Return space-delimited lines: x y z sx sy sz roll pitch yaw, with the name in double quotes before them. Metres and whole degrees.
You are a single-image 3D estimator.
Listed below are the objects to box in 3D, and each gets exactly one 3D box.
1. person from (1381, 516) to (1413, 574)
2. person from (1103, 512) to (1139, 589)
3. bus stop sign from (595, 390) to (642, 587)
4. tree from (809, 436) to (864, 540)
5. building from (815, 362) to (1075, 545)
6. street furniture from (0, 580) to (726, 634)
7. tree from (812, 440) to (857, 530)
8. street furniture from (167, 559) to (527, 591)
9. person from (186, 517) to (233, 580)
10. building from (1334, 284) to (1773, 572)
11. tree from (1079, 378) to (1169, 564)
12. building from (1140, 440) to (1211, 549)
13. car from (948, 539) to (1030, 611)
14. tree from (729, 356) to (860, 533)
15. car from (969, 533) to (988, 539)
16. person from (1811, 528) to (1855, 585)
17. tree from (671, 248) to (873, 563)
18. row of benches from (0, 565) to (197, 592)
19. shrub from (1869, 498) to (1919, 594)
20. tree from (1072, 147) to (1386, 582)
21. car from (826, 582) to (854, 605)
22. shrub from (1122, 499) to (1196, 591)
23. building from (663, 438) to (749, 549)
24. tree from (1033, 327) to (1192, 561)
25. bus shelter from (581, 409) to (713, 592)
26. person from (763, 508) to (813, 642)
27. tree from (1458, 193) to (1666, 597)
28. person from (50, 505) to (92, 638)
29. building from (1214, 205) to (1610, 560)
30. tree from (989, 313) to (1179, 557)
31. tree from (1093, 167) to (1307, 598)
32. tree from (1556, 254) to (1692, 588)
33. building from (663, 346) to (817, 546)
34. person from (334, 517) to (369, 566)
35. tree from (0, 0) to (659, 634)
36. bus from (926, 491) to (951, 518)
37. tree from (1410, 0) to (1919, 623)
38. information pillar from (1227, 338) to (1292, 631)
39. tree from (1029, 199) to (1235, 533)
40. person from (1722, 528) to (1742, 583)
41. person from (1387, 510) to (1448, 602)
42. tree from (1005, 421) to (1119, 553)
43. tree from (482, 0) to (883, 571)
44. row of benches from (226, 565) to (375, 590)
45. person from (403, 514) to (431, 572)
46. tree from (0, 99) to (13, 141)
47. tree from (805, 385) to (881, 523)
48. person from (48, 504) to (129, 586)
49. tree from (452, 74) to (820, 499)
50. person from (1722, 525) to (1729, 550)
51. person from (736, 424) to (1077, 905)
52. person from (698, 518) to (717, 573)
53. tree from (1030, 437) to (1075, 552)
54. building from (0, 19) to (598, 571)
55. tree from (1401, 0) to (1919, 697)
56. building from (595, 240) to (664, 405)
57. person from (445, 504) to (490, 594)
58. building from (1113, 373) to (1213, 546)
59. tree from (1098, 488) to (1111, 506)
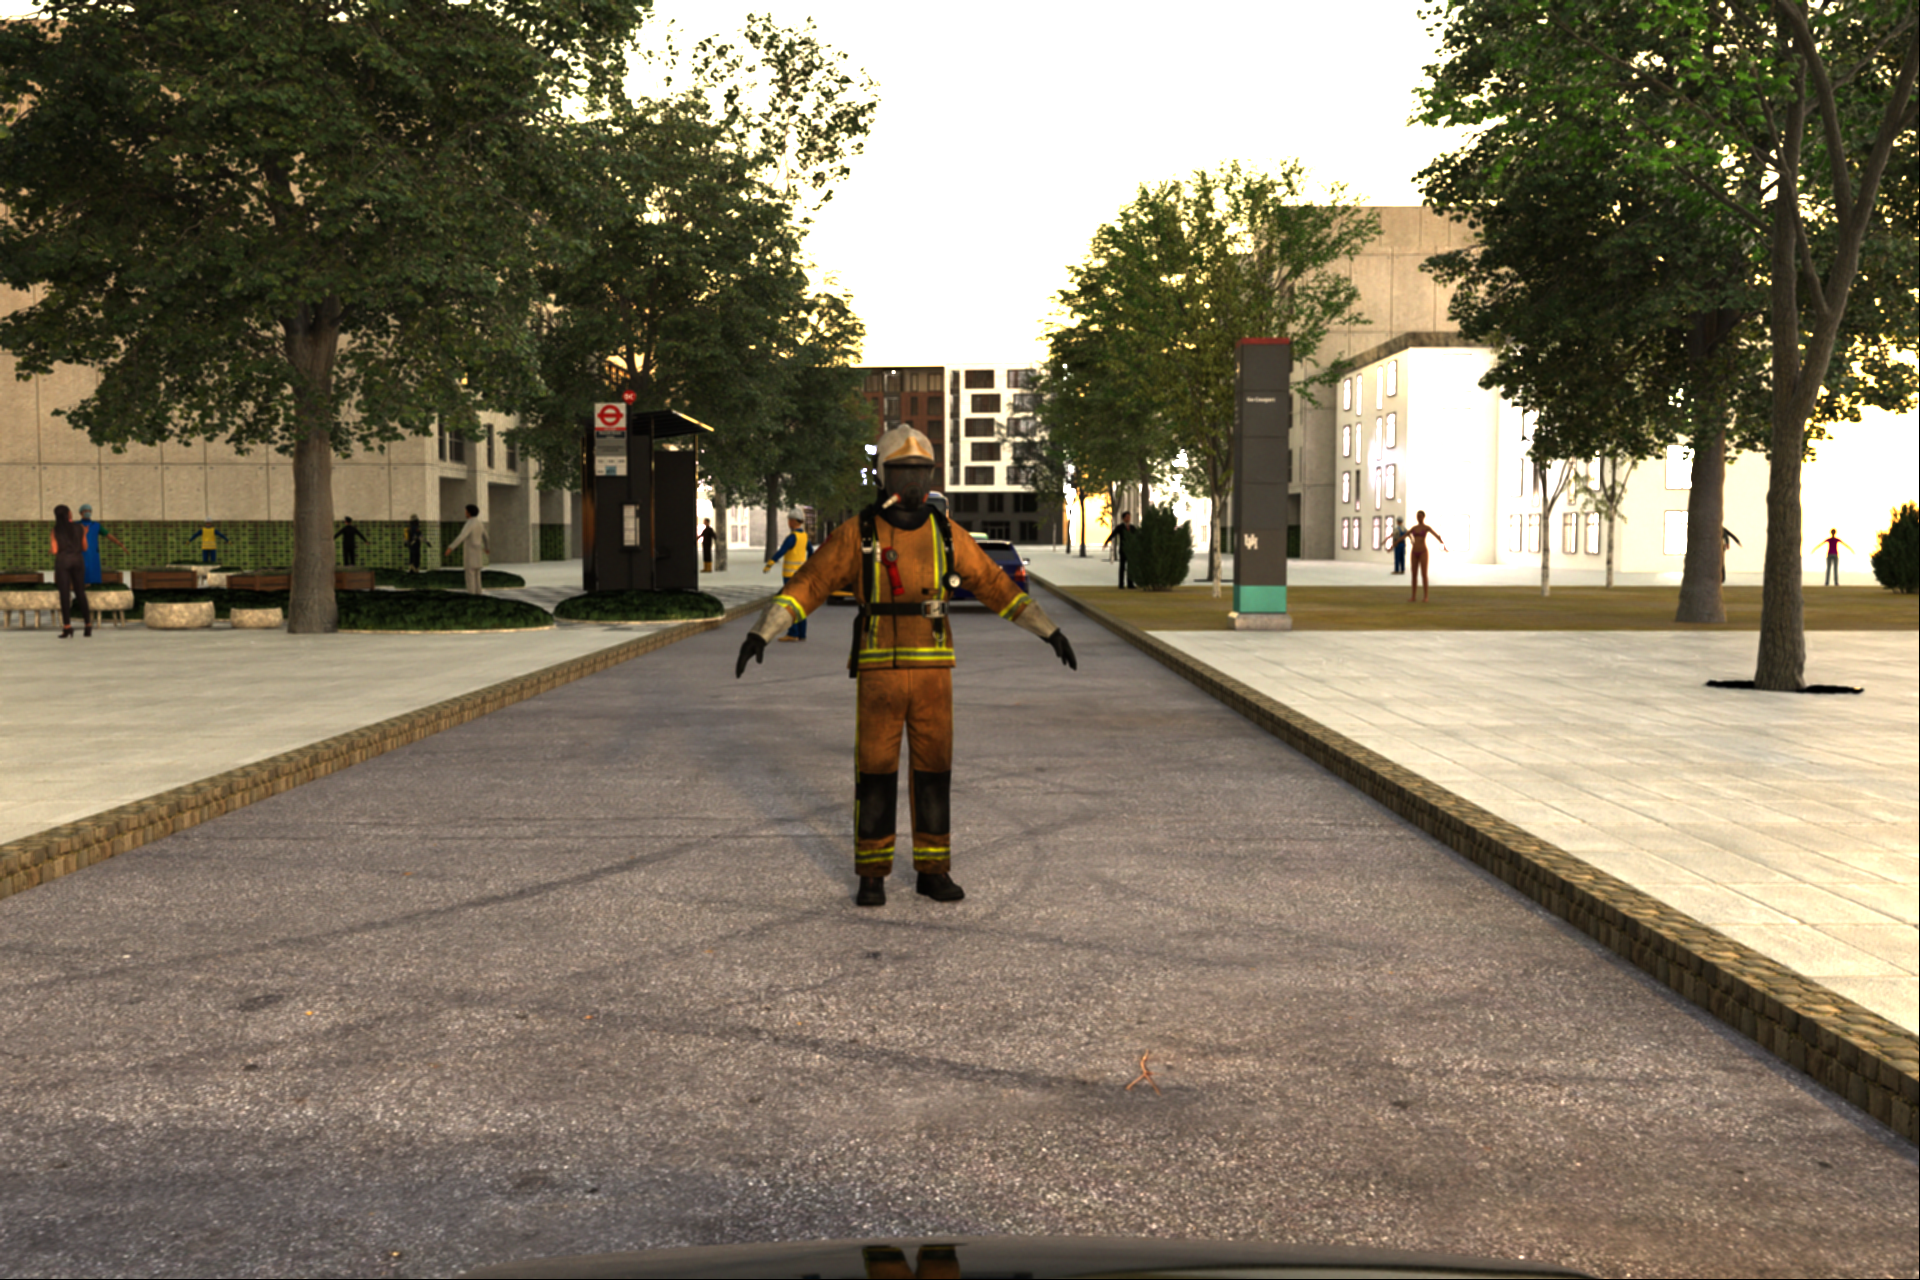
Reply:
"person" 14.071 -3.037 55.504 1.347 1.847 0.705 -2 4 -29
"person" 3.912 -2.104 40.586 1.347 1.806 0.705 -2 4 -24
"bus stop sign" -6.339 -2.659 32.179 0.855 3.939 0.416 0 4 1
"tree" -8.566 -9.899 112.210 4.737 8.622 4.395 0 3 0
"building" -2.299 -22.798 219.185 32.646 21.610 27.936 0 4 7
"street furniture" -8.736 -0.596 25.365 10.072 0.657 5.734 0 4 7
"tree" -8.562 -10.458 121.357 4.360 8.622 3.978 0 3 0
"street furniture" -15.307 -1.626 42.208 5.734 0.657 10.072 -3 5 -44
"person" -21.212 -2.597 48.932 1.216 1.772 0.721 -1 4 -21
"building" 23.112 -7.964 72.355 9.099 9.664 28.070 0 3 0
"tree" 6.655 -7.530 73.472 4.737 8.622 4.395 0 3 0
"building" 21.768 -12.921 153.407 9.099 9.664 28.070 0 4 0
"car" 0.378 -1.243 32.897 1.945 1.354 3.894 0 4 -1
"tree" -9.101 -9.619 91.679 8.767 10.594 7.601 2 4 34
"car" 0.118 -2.371 47.567 1.959 1.807 4.718 0 4 0
"person" 21.821 -2.082 43.304 0.991 1.433 0.599 2 4 28
"tree" -8.601 -10.466 77.769 9.857 13.997 8.962 0 3 0
"row of benches" -16.926 -1.123 33.827 1.422 0.672 4.104 3 5 44
"shrub" 20.542 -2.040 37.395 1.661 2.075 1.752 0 3 0
"tree" 7.036 -7.379 46.395 9.928 11.665 9.643 0 3 0
"car" -1.874 -1.592 36.251 2.015 1.641 3.980 0 4 0
"shrub" 4.453 -2.131 38.877 1.661 2.075 1.752 0 3 0
"building" -24.491 -13.619 164.811 9.099 9.664 28.070 0 4 1
"tree" 7.469 -9.577 82.337 9.928 11.665 9.643 0 3 0
"bus shelter" -6.327 -2.716 35.694 1.731 3.624 6.357 0 4 -1
"person" -2.280 -0.875 23.225 0.721 1.772 1.216 2 4 24
"tree" 11.888 -5.208 35.516 4.360 8.622 3.978 0 3 0
"person" -11.056 -0.857 21.517 0.415 1.643 0.593 0 4 -1
"building" 25.518 -14.400 101.898 16.747 18.905 31.486 0 3 0
"tree" 6.765 -11.290 94.961 12.009 13.543 11.850 0 3 0
"tree" 4.998 -5.142 34.433 4.737 8.622 4.395 0 3 0
"tree" 15.363 -5.566 41.359 4.360 8.622 3.978 0 3 0
"building" -25.536 -21.833 187.896 19.493 23.208 18.063 0 4 -1
"person" -19.356 -2.990 54.827 1.347 1.837 0.705 -3 5 -40
"tree" -8.551 -7.069 22.231 9.857 13.997 8.962 0 3 0
"bus" -1.914 -6.838 103.356 2.896 3.916 12.251 0 4 0
"tree" 10.839 -7.242 25.064 9.857 13.997 8.962 0 3 0
"information pillar" 4.024 -2.067 23.177 0.750 3.857 0.750 0 4 1
"tree" 5.968 -8.645 59.476 7.486 12.596 7.792 0 3 0
"person" 19.966 -2.382 45.670 1.216 1.740 0.721 1 4 15
"person" 8.681 -1.592 32.825 1.217 1.733 0.721 3 5 40
"tree" 7.142 -10.980 113.942 8.767 10.594 7.601 0 4 -1
"tree" -9.590 -12.490 60.109 12.611 20.169 13.585 0 3 0
"row of benches" -12.419 -1.071 32.969 1.422 0.672 4.104 1 4 12
"person" -15.637 -2.688 49.722 1.354 1.856 0.705 3 5 42
"tree" -9.011 -6.263 9.060 9.857 13.997 8.962 0 3 0
"tree" -8.935 -12.913 129.258 7.486 12.596 7.792 0 3 0
"person" -15.704 -1.533 31.186 1.347 1.817 0.704 -3 5 -42
"tree" -8.646 -8.620 47.588 9.857 13.997 8.962 0 3 0
"person" 18.263 -2.183 41.971 0.705 1.796 1.348 -1 4 -10
"person" -0.212 0.091 6.744 1.354 1.858 0.705 -1 4 -16
"person" -8.479 -3.165 57.885 0.704 1.812 1.346 -3 5 -41
"tree" 6.733 -10.554 122.922 4.737 8.622 4.395 0 3 0
"building" -27.258 -12.796 75.676 16.747 18.905 31.486 0 4 -1
"tree" 6.944 -5.393 13.935 9.928 11.665 9.643 0 3 0
"building" -28.177 -16.505 100.782 19.493 23.208 18.063 0 3 0
"person" -8.711 -1.509 30.858 0.705 1.806 1.347 1 4 16
"building" 25.998 -19.436 184.241 16.747 18.905 31.486 0 4 0
"tree" 21.782 -18.573 214.035 12.009 13.543 11.850 0 3 0
